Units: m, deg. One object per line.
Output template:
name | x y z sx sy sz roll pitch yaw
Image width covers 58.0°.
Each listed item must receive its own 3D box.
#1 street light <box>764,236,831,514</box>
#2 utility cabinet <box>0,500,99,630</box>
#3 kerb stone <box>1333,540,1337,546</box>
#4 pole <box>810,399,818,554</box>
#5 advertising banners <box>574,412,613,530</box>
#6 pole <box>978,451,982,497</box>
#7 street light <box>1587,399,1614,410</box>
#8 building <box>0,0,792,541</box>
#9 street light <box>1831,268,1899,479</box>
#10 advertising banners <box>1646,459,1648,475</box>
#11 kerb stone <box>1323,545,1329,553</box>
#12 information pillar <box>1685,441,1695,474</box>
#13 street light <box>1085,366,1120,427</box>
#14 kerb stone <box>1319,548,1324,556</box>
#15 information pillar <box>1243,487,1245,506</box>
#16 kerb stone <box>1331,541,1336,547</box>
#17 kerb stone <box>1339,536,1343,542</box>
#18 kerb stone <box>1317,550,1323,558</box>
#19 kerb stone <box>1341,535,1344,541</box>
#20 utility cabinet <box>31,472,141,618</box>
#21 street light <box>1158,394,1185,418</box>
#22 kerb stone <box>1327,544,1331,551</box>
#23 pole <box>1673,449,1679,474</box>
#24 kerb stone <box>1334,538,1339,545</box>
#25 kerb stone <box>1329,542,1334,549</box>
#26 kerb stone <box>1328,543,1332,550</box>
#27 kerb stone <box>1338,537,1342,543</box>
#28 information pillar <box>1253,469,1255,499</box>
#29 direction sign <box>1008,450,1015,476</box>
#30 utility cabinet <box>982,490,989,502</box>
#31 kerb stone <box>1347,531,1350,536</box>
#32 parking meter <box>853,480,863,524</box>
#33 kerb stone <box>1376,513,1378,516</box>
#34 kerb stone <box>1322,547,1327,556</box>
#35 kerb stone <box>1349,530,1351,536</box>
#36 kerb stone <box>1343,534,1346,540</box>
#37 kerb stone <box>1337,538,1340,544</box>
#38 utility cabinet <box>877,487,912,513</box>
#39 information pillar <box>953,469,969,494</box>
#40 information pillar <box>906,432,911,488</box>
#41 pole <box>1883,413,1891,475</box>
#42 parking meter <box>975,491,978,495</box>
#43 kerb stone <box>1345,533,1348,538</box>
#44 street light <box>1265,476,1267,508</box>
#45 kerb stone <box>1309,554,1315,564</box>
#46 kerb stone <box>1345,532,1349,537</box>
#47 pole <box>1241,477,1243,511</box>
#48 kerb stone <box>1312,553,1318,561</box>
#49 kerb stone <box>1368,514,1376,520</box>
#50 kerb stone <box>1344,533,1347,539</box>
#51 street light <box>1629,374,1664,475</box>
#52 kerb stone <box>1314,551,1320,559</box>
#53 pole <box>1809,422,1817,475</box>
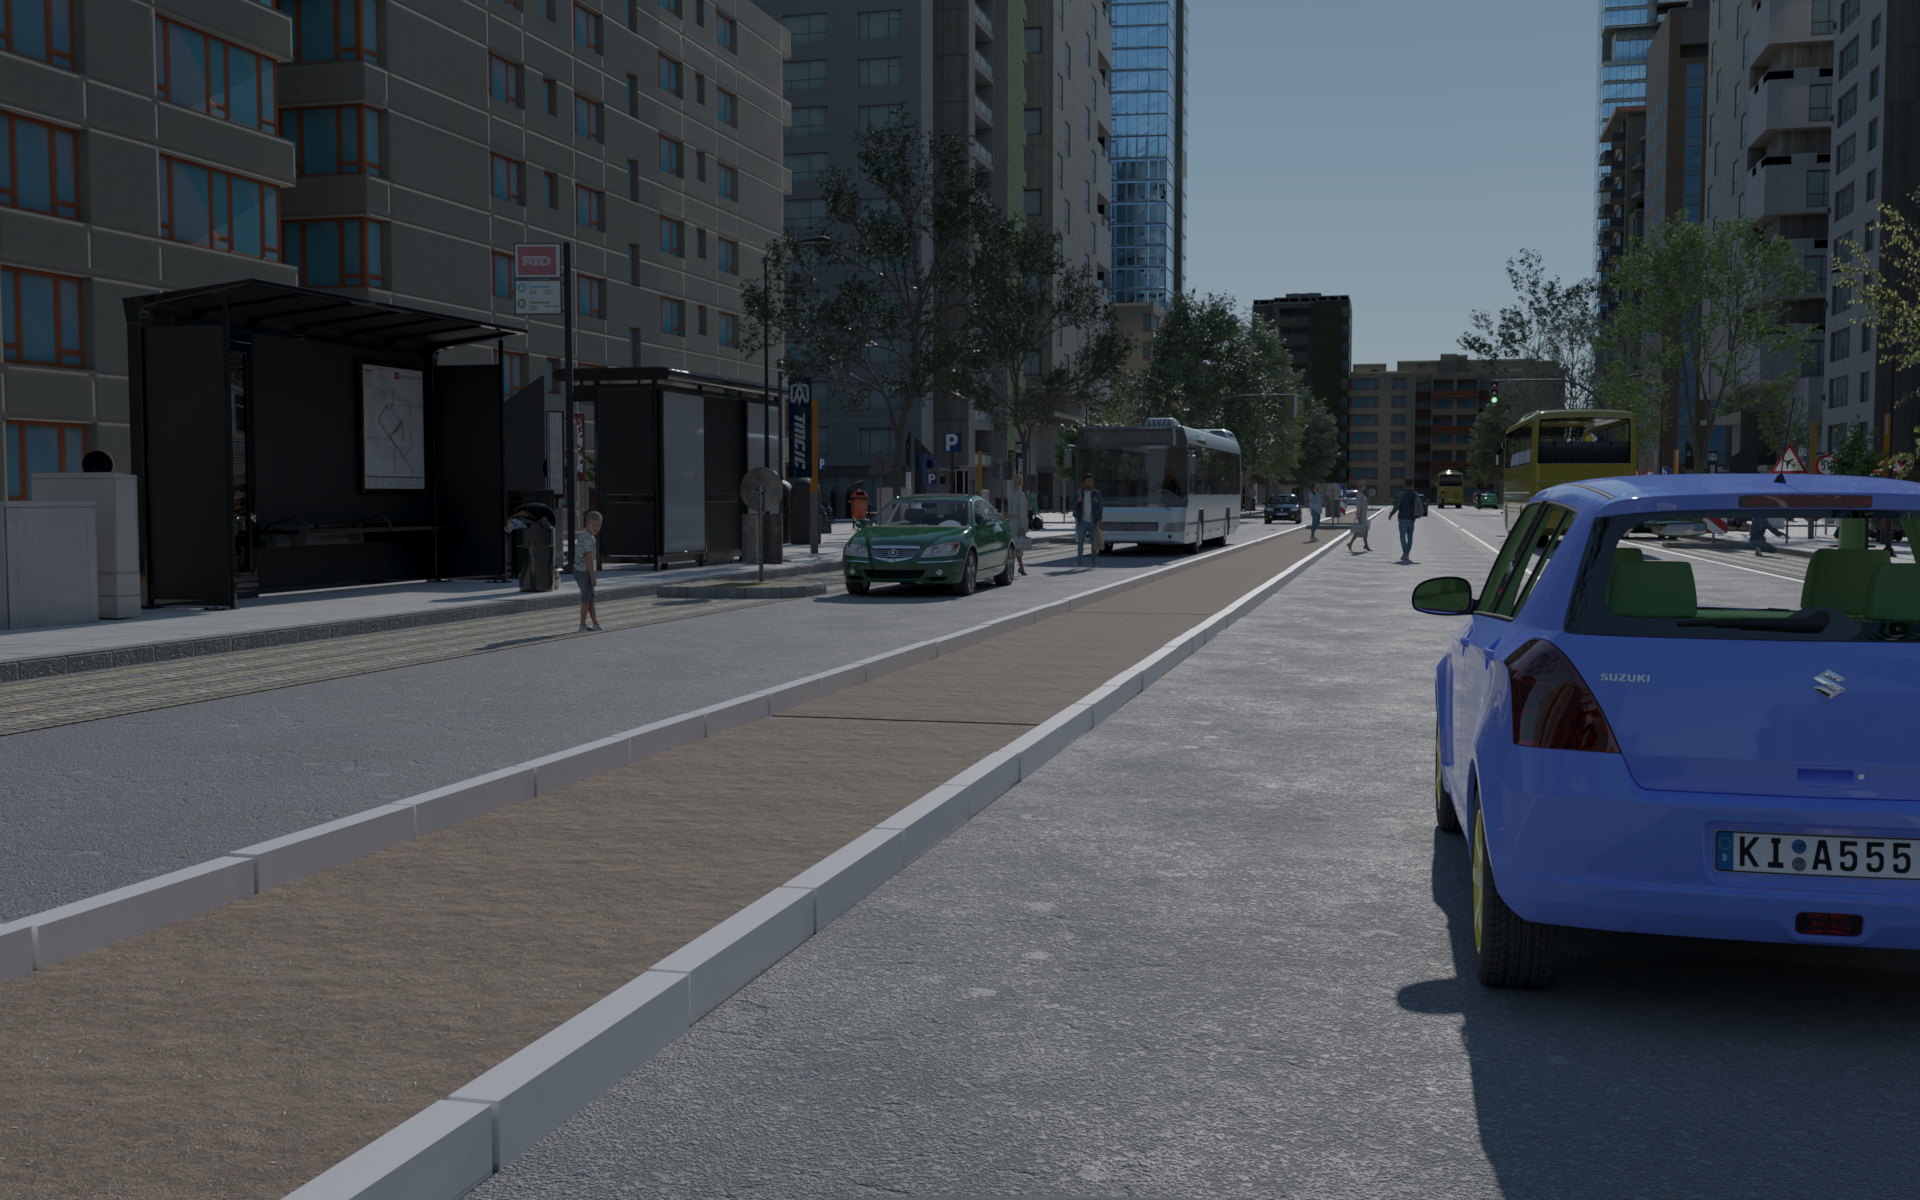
street light | -3.009 -3.604 31.468 1.470 5.913 1.316 1 4 14
utility cabinet | -8.906 -0.346 16.819 0.306 1.237 1.020 2 4 23
kerb stone | 9.845 -1.447 45.871 0.120 0.150 1.000 1 4 14
pole | -3.141 -2.654 37.237 0.158 3.312 0.155 0 3 0
advertising banners | -8.024 -2.560 38.040 0.090 3.025 2.074 1 4 12
pole | 0.950 -5.419 82.451 0.158 3.312 0.155 0 3 0
street light | 31.228 -6.844 84.441 1.470 5.913 1.316 1 4 14
building | -23.757 -12.862 55.333 28.899 21.520 27.650 1 4 14
street light | 18.533 -3.852 35.517 1.470 5.913 1.316 1 4 14
advertising banners | 34.311 -5.515 86.361 0.090 3.025 2.074 2 4 28
kerb stone | 8.568 -1.144 40.900 0.120 0.150 1.000 1 4 14
information pillar | 32.274 -5.213 76.588 0.504 3.616 0.183 1 4 13
street light | 5.132 -5.538 63.093 1.470 5.913 1.316 1 4 14
kerb stone | 8.045 -1.017 38.913 0.120 0.150 1.000 1 4 14
information pillar | 23.718 -8.615 145.348 0.304 2.012 0.304 -2 4 -29
kerb stone | 9.592 -1.384 44.872 0.120 0.150 1.000 1 4 14
kerb stone | 10.862 -1.688 49.836 0.120 0.150 1.000 1 4 14
kerb stone | 7.798 -0.957 37.921 0.120 0.150 1.000 1 4 14
kerb stone | 11.127 -1.749 50.823 0.120 0.150 1.000 1 4 14
utility cabinet | -9.027 -0.564 17.905 1.173 1.500 0.318 2 4 23
street light | 9.782 -6.620 80.770 1.470 5.913 1.316 1 4 14
kerb stone | 8.832 -1.197 41.890 0.120 0.150 1.000 1 4 14
pole | 32.656 -5.212 79.058 0.158 3.312 0.155 0 3 0
kerb stone | 10.100 -1.509 46.860 0.120 0.150 1.000 1 4 14
kerb stone | 9.332 -1.321 43.883 0.120 0.150 1.000 1 4 14
kerb stone | 9.075 -1.266 42.892 0.120 0.150 1.000 1 4 14
kerb stone | 10.614 -1.628 48.844 0.120 0.150 1.000 1 4 14
information pillar | 21.883 -8.413 128.903 0.183 3.616 0.504 1 4 10
direction sign | 2.896 -5.953 89.329 0.876 3.537 0.379 -1 4 -12
utility cabinet | 1.869 -6.426 113.744 1.173 1.500 0.318 -2 4 -25
kerb stone | 12.411 -2.055 55.793 0.120 0.150 1.000 1 4 14
parking meter | -4.364 -4.191 74.233 0.399 1.863 0.255 -1 4 -21
kerb stone | 25.100 -5.064 104.995 0.120 0.150 1.000 1 4 14
kerb stone | 8.317 -1.083 39.901 0.120 0.150 1.000 1 4 14
kerb stone | 12.666 -2.116 56.791 0.120 0.150 1.000 1 4 14
kerb stone | 11.389 -1.811 51.811 0.120 0.150 1.000 1 4 14
kerb stone | 10.353 -1.567 47.856 0.120 0.150 1.000 1 4 14
utility cabinet | -2.193 -3.023 58.113 1.173 1.500 0.318 2 4 29
information pillar | 0.059 -2.898 51.871 0.304 2.012 0.304 2 4 27
information pillar | -1.946 -4.535 65.505 0.183 3.616 0.504 -1 4 -15
pole | 23.511 -3.063 43.919 0.158 3.312 0.155 0 3 0
parking meter | 1.018 -5.227 93.870 0.372 1.533 0.369 0 3 0
kerb stone | 11.889 -1.931 53.803 0.120 0.150 1.000 1 4 14
street light | 26.083 -10.504 144.281 1.470 5.913 1.316 1 4 14
kerb stone | 7.029 -0.778 34.937 0.120 0.150 1.000 1 4 14
kerb stone | 12.158 -1.991 54.803 0.120 0.150 1.000 1 4 14
pole | 21.202 -8.360 130.524 0.158 3.312 0.155 0 3 0
kerb stone | 7.284 -0.839 35.926 0.120 0.150 1.000 1 4 14
kerb stone | 23.565 -4.697 99.034 0.120 0.150 1.000 1 4 14
kerb stone | 11.635 -1.872 52.803 0.120 0.150 1.000 1 4 14
street light | 26.616 -5.786 67.135 1.470 5.913 1.316 1 4 14
kerb stone | 7.536 -0.892 36.917 0.120 0.150 1.000 1 4 14
pole | 24.215 -3.386 49.208 0.158 3.312 0.155 0 3 0
